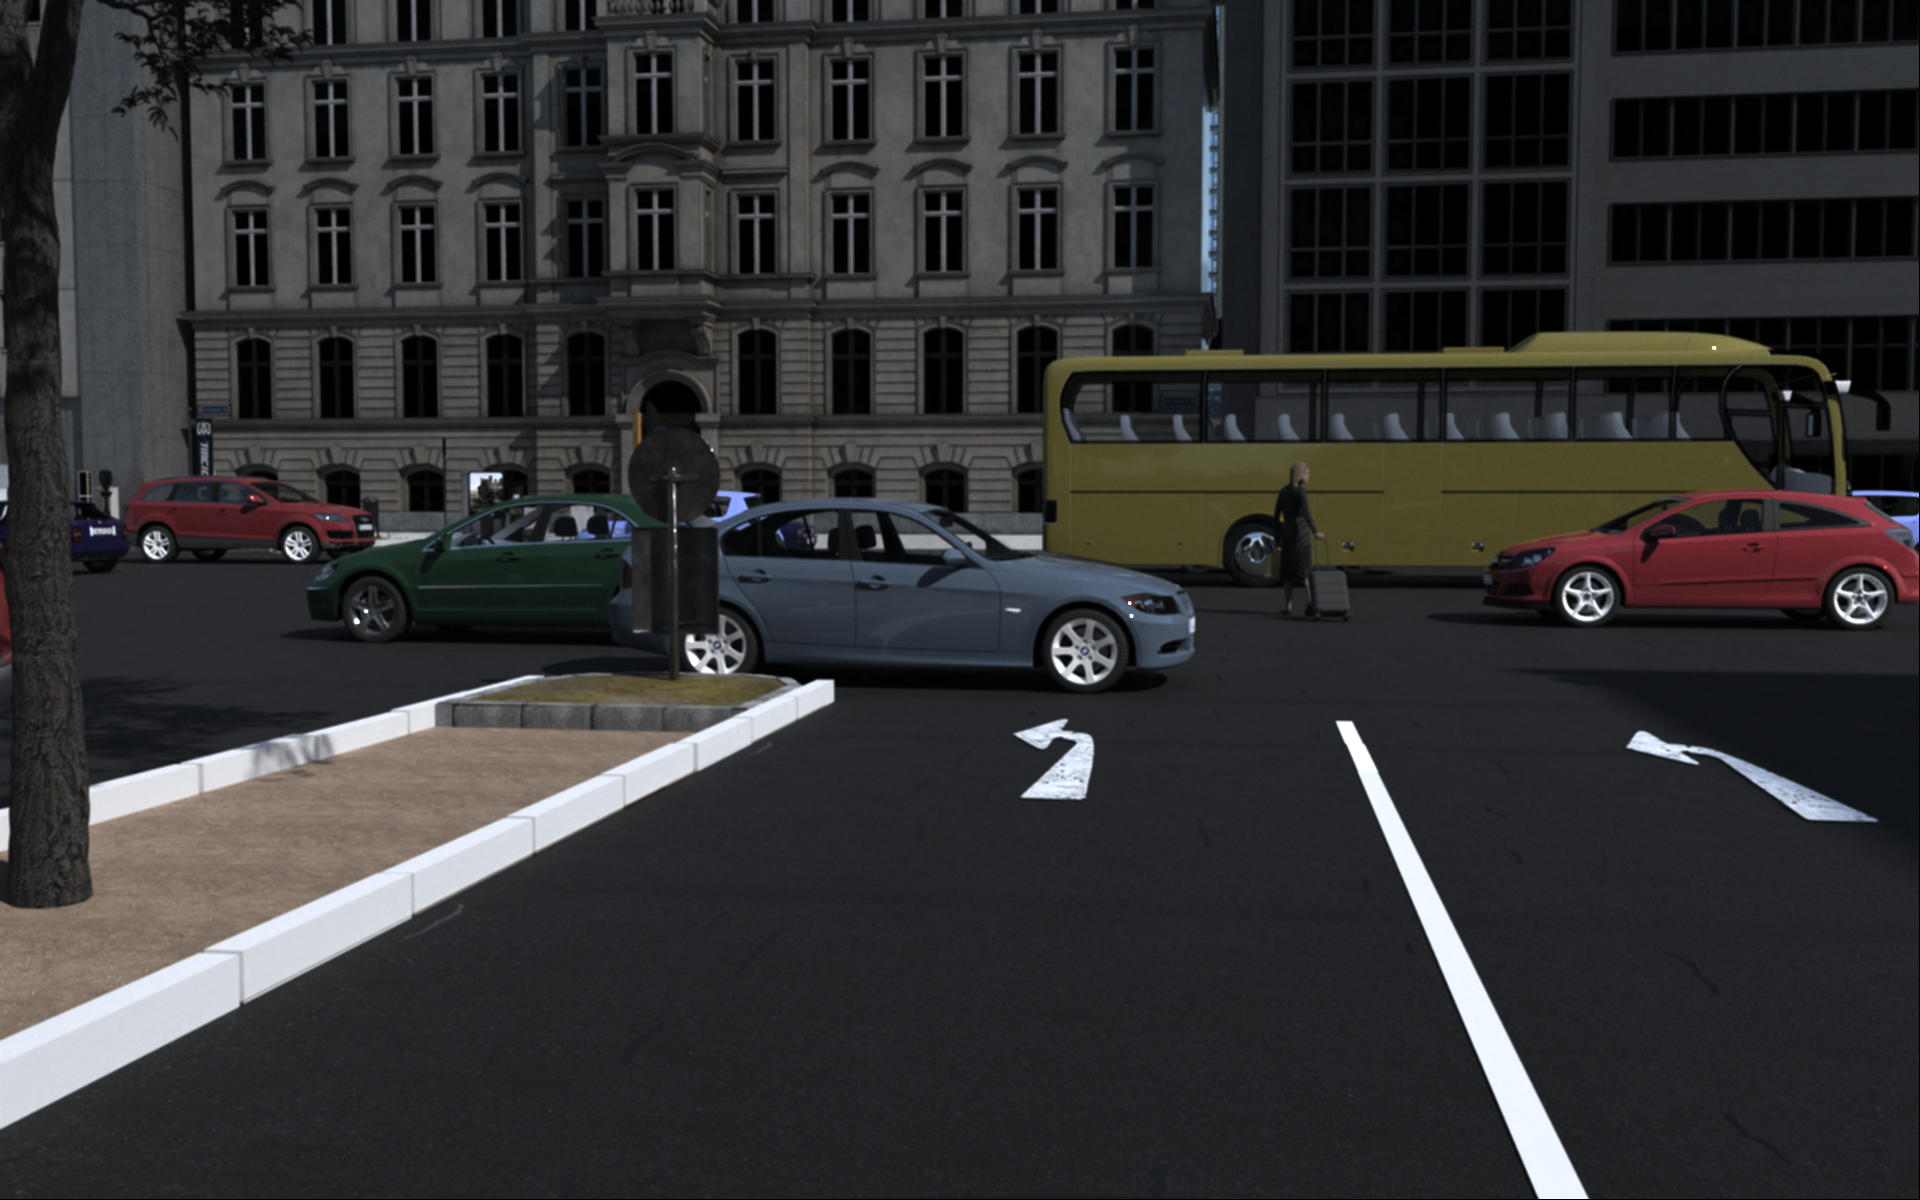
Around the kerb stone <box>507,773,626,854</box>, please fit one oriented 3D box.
[{"bbox_3d":[-1.669,0.906,7.394,0.120,0.150,1.000,1,4,9],"label":"kerb stone"}]

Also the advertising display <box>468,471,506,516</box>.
[{"bbox_3d":[-13.218,-2.638,48.340,0.974,1.923,0.123,-2,4,-24],"label":"advertising display"}]

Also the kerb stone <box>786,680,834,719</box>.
[{"bbox_3d":[-1.008,0.656,11.473,0.120,0.150,1.000,1,4,9],"label":"kerb stone"}]

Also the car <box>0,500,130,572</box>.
[{"bbox_3d":[-17.177,-1.142,31.249,3.894,1.354,1.945,1,4,9],"label":"car"}]

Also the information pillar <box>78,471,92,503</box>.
[{"bbox_3d":[-28.010,-3.118,55.472,0.304,2.012,0.304,0,4,-6],"label":"information pillar"}]

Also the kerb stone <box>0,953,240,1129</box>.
[{"bbox_3d":[-2.152,1.094,4.354,0.120,0.150,1.000,1,4,9],"label":"kerb stone"}]

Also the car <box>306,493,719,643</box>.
[{"bbox_3d":[-4.063,-0.331,17.216,4.920,1.459,2.131,1,4,11],"label":"car"}]

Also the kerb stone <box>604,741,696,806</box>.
[{"bbox_3d":[-1.510,0.843,8.418,0.120,0.150,1.000,1,4,9],"label":"kerb stone"}]

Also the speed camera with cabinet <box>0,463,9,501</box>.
[{"bbox_3d":[-29.485,-3.607,53.315,0.660,3.252,2.038,-1,4,-20],"label":"speed camera with cabinet"}]

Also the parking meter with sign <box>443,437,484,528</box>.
[{"bbox_3d":[-15.049,-3.501,53.494,1.738,3.016,0.543,-1,4,-17],"label":"parking meter with sign"}]

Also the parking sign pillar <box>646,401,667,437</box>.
[{"bbox_3d":[-8.720,-3.817,50.886,1.447,3.967,1.447,1,4,17],"label":"parking sign pillar"}]

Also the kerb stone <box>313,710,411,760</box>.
[{"bbox_3d":[-3.408,0.771,9.770,0.120,0.150,1.000,1,4,9],"label":"kerb stone"}]

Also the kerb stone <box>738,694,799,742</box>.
[{"bbox_3d":[-1.172,0.718,10.458,0.120,0.150,1.000,1,4,9],"label":"kerb stone"}]

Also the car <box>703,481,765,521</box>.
[{"bbox_3d":[-4.970,-1.270,30.350,3.694,1.707,1.945,0,4,7],"label":"car"}]

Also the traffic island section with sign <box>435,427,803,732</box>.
[{"bbox_3d":[-2.075,-0.198,11.367,2.006,1.907,1.989,1,4,9],"label":"traffic island section with sign"}]

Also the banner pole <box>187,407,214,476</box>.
[{"bbox_3d":[-22.034,-3.679,50.173,0.863,3.779,0.401,0,4,-6],"label":"banner pole"}]

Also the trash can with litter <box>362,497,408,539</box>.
[{"bbox_3d":[-17.062,-2.351,49.492,2.233,1.210,1.678,2,4,25],"label":"trash can with litter"}]

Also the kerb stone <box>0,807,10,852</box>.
[{"bbox_3d":[-3.905,0.950,6.713,0.120,0.150,1.000,1,4,9],"label":"kerb stone"}]

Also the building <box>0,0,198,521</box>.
[{"bbox_3d":[-35.596,-15.021,63.620,19.932,24.808,12.078,1,4,9],"label":"building"}]

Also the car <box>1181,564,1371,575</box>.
[{"bbox_3d":[5.693,-1.188,31.793,4.827,1.381,2.083,1,4,8],"label":"car"}]

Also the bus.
[{"bbox_3d":[7.483,-2.174,27.096,12.252,3.916,2.896,0,4,7],"label":"bus"}]

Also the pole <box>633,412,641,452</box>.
[{"bbox_3d":[-8.062,-3.025,43.309,0.158,3.312,0.155,0,3,0],"label":"pole"}]

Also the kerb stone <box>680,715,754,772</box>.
[{"bbox_3d":[-1.333,0.782,9.440,0.120,0.150,1.000,1,4,9],"label":"kerb stone"}]

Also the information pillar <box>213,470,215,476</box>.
[{"bbox_3d":[-23.171,-3.001,53.553,0.304,2.012,0.304,-1,4,-22],"label":"information pillar"}]

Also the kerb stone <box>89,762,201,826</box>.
[{"bbox_3d":[-3.749,0.885,7.728,0.120,0.150,1.000,1,4,9],"label":"kerb stone"}]

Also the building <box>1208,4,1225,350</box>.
[{"bbox_3d":[21.187,-55.446,219.212,31.000,86.520,22.319,1,4,9],"label":"building"}]

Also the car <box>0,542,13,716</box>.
[{"bbox_3d":[-5.748,0.157,6.112,2.281,1.827,5.304,1,4,10],"label":"car"}]

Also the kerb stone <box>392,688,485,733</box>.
[{"bbox_3d":[-3.245,0.698,10.782,0.120,0.150,1.000,1,4,9],"label":"kerb stone"}]

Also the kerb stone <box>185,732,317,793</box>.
[{"bbox_3d":[-3.583,0.822,8.752,0.120,0.150,1.000,1,4,9],"label":"kerb stone"}]

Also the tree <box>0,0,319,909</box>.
[{"bbox_3d":[-3.115,-4.234,6.098,8.767,10.594,7.601,1,4,9],"label":"tree"}]

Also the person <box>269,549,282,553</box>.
[{"bbox_3d":[-16.581,-1.729,41.778,0.382,1.210,0.505,-2,4,-29],"label":"person"}]

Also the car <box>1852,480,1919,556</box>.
[{"bbox_3d":[16.426,-1.386,32.247,3.694,1.707,1.945,1,4,10],"label":"car"}]

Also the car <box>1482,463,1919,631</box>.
[{"bbox_3d":[8.111,-0.618,19.148,4.494,1.783,2.155,0,4,8],"label":"car"}]

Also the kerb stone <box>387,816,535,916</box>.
[{"bbox_3d":[-1.833,0.972,6.381,0.120,0.150,1.000,1,4,9],"label":"kerb stone"}]

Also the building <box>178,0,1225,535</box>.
[{"bbox_3d":[-8.409,-14.766,60.509,34.723,24.649,14.460,1,4,9],"label":"building"}]

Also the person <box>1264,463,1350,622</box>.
[{"bbox_3d":[4.000,-0.694,20.059,0.699,1.804,1.509,0,4,-3],"label":"person"}]

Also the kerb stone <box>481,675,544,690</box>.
[{"bbox_3d":[-3.085,0.641,11.796,0.120,0.150,1.000,1,4,9],"label":"kerb stone"}]

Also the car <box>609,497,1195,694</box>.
[{"bbox_3d":[-0.432,-0.089,13.460,4.499,1.417,2.014,1,4,10],"label":"car"}]

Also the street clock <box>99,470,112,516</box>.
[{"bbox_3d":[-26.030,-2.951,52.815,0.358,2.002,0.471,-3,5,-44],"label":"street clock"}]

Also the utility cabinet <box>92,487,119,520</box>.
[{"bbox_3d":[-27.679,-2.899,56.083,1.173,1.500,0.318,3,4,38],"label":"utility cabinet"}]

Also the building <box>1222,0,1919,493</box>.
[{"bbox_3d":[23.469,-14.415,54.748,30.058,24.678,14.314,1,4,9],"label":"building"}]

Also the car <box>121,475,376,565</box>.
[{"bbox_3d":[-14.913,-1.694,36.371,5.304,1.827,2.281,1,4,9],"label":"car"}]

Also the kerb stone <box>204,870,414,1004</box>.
[{"bbox_3d":[-1.992,1.029,5.367,0.120,0.150,1.000,1,4,9],"label":"kerb stone"}]

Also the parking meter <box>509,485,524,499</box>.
[{"bbox_3d":[-11.904,-2.332,46.535,0.372,1.533,0.369,0,3,0],"label":"parking meter"}]
